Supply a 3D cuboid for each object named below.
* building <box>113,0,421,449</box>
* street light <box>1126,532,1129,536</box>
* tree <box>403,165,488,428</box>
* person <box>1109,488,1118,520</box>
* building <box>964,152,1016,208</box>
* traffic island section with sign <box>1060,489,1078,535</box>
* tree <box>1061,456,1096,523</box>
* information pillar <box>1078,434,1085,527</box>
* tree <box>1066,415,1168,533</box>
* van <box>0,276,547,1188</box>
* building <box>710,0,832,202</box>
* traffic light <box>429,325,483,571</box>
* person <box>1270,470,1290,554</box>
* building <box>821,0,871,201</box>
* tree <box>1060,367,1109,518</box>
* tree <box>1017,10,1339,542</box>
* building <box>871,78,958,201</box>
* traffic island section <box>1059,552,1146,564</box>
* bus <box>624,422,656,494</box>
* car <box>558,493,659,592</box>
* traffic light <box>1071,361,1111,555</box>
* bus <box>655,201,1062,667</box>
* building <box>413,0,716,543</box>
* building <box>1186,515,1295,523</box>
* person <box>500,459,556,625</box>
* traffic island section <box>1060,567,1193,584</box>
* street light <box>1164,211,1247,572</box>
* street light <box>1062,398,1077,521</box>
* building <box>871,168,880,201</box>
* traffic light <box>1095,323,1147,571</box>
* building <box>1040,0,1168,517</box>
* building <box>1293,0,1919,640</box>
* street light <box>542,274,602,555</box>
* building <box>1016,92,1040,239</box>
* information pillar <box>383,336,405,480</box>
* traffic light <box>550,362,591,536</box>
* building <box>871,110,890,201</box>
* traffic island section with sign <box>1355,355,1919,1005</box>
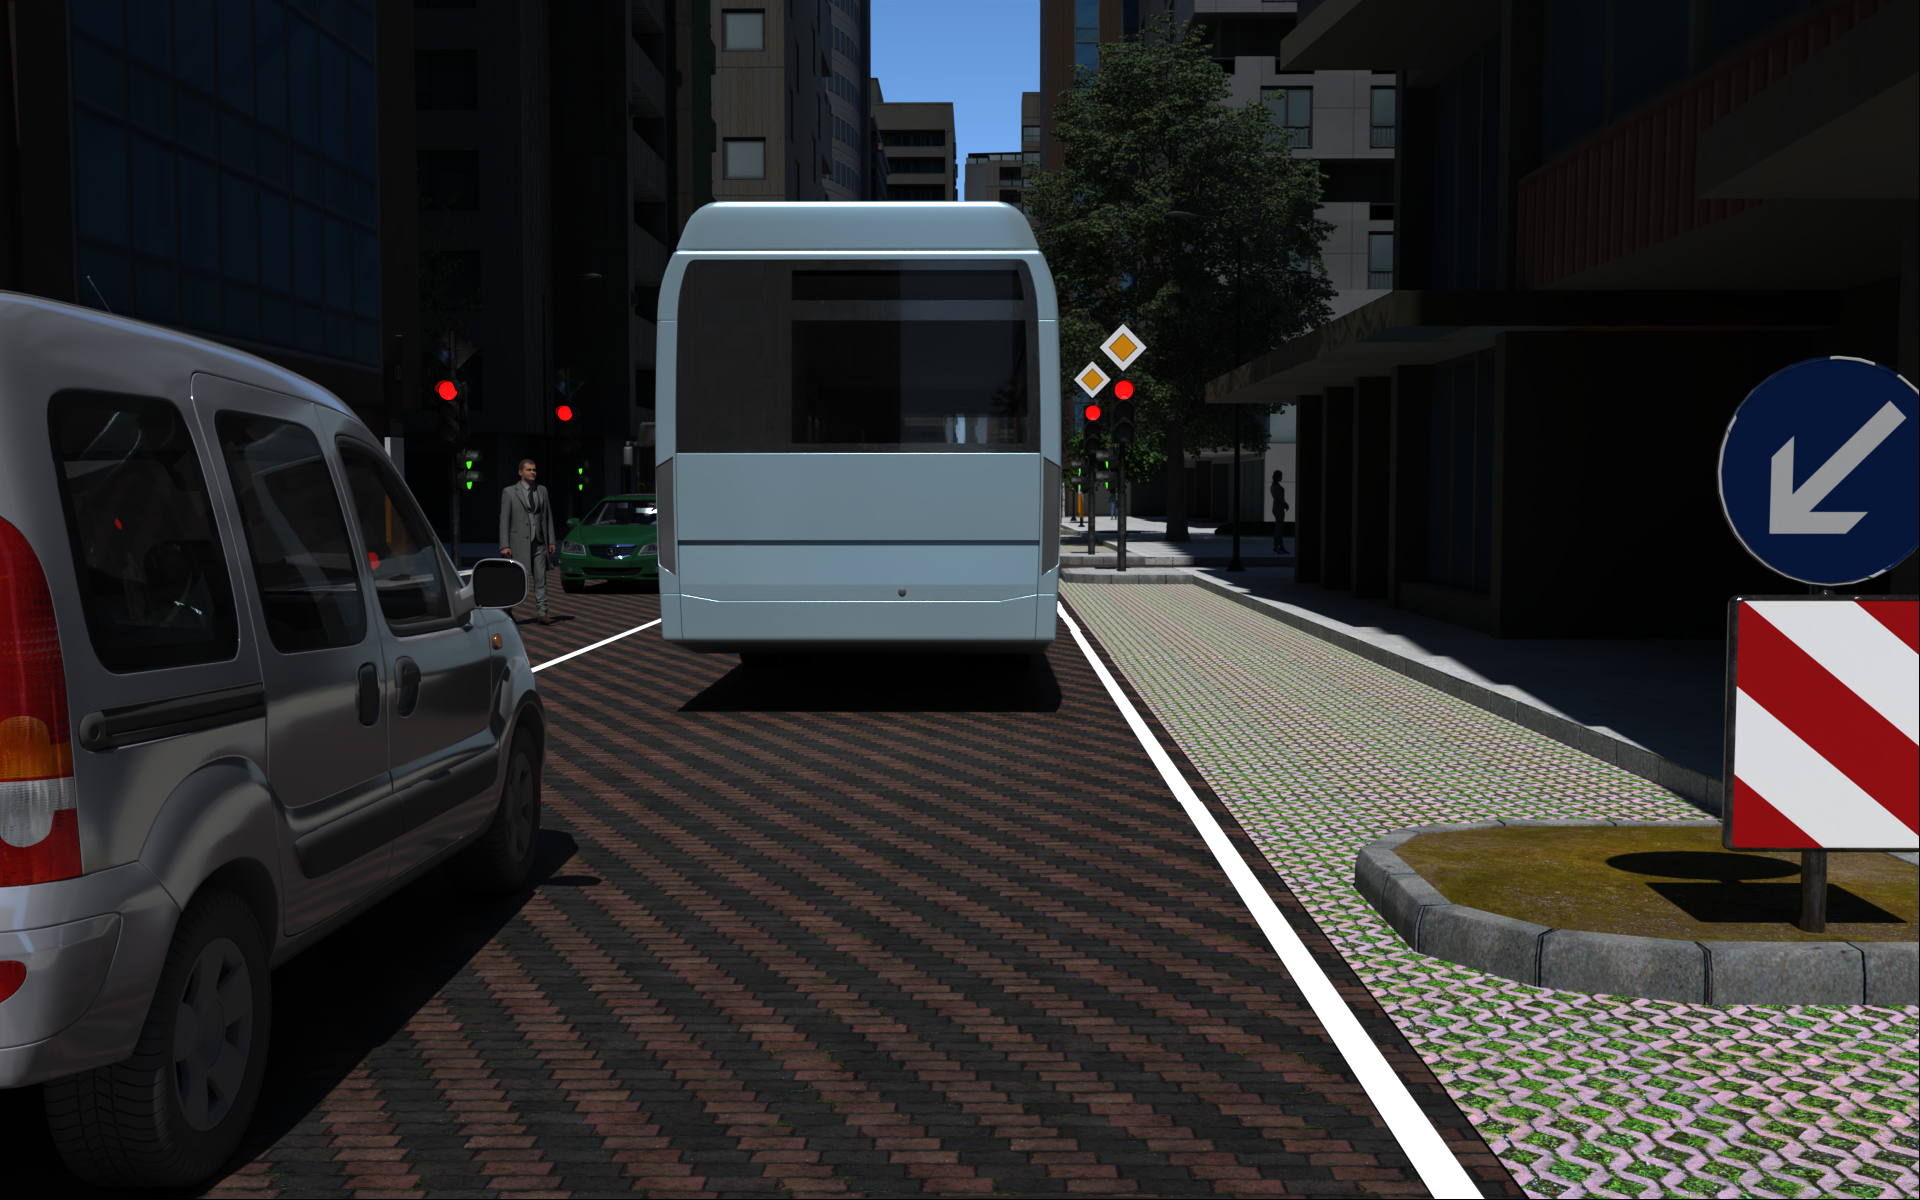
[{"bbox_3d":[-16.199,-22.682,20.960,14.200,45.320,14.600,0,4,1],"label":"building"},{"bbox_3d":[4.465,-4.927,53.098,1.470,5.913,1.316,0,4,1],"label":"street light"},{"bbox_3d":[-12.944,-5.455,39.545,4.737,8.622,4.395,0,3,0],"label":"tree"},{"bbox_3d":[7.695,-4.852,85.719,0.623,1.781,0.721,0,4,-6],"label":"person"},{"bbox_3d":[7.500,-31.647,201.027,14.086,41.232,14.154,0,4,1],"label":"building"},{"bbox_3d":[3.141,-3.225,61.348,1.989,1.847,2.006,0,4,1],"label":"traffic island section with sign"},{"bbox_3d":[5.416,-5.069,77.477,1.663,3.219,1.824,0,3,0],"label":"tree"},{"bbox_3d":[4.718,-4.653,67.439,0.183,3.616,0.504,1,4,19],"label":"information pillar"},{"bbox_3d":[5.254,-4.503,57.339,4.285,4.588,4.351,0,3,0],"label":"tree"},{"bbox_3d":[-2.379,0.127,4.942,2.013,2.044,4.112,0,4,-1],"label":"van"},{"bbox_3d":[-20.730,-30.421,86.615,28.713,52.752,27.495,0,4,1],"label":"building"},{"bbox_3d":[-8.393,-2.438,28.782,0.839,4.253,0.868,0,4,1],"label":"traffic light"},{"bbox_3d":[6.887,-1.875,36.972,0.573,1.790,0.520,-1,4,-17],"label":"person"},{"bbox_3d":[-17.823,-35.668,125.178,21.231,58.520,28.212,0,4,1],"label":"building"},{"bbox_3d":[5.799,-8.723,92.981,4.360,8.622,3.978,0,3,0],"label":"tree"},{"bbox_3d":[5.911,-8.550,46.453,9.857,13.997,8.962,0,3,0],"label":"tree"},{"bbox_3d":[-11.154,-35.592,205.626,21.600,48.544,21.300,0,4,1],"label":"building"},{"bbox_3d":[2.811,-0.885,36.752,2.009,0.180,2.903,0,4,1],"label":"traffic island section"},{"bbox_3d":[-5.733,-2.919,42.588,2.948,3.499,13.247,0,4,-1],"label":"bus"},{"bbox_3d":[-4.893,-0.924,26.906,2.131,1.459,4.920,0,4,1],"label":"car"},{"bbox_3d":[2.771,-2.919,36.639,0.839,4.253,0.868,0,4,1],"label":"traffic light"},{"bbox_3d":[-0.579,-1.386,17.527,2.948,3.499,13.247,0,4,1],"label":"bus"},{"bbox_3d":[-15.167,-17.046,50.409,14.160,30.474,14.107,0,4,1],"label":"building"},{"bbox_3d":[22.307,-29.702,74.869,28.713,52.752,27.495,0,4,1],"label":"building"},{"bbox_3d":[-4.740,-0.634,18.962,0.694,1.812,0.767,-3,5,-42],"label":"person"},{"bbox_3d":[2.707,-0.397,28.768,2.009,0.180,2.903,0,4,1],"label":"traffic island section"},{"bbox_3d":[4.048,-3.430,28.623,1.470,5.913,1.316,0,4,1],"label":"street light"},{"bbox_3d":[4.886,-6.726,82.512,1.470,5.913,1.316,0,4,1],"label":"street light"},{"bbox_3d":[-14.194,-22.961,147.109,14.160,30.474,14.107,0,4,1],"label":"building"},{"bbox_3d":[2.667,-2.430,28.654,0.839,4.253,0.868,0,4,1],"label":"traffic light"},{"bbox_3d":[11.925,-27.762,104.026,14.600,45.320,14.200,0,4,1],"label":"building"},{"bbox_3d":[14.348,-21.818,11.344,22.147,44.769,28.867,0,4,1],"label":"building"},{"bbox_3d":[-8.239,-3.921,36.656,1.470,5.913,1.316,0,4,1],"label":"street light"},{"bbox_3d":[13.297,-30.333,179.541,14.154,41.232,14.086,0,4,1],"label":"building"},{"bbox_3d":[-8.312,-2.087,25.485,0.183,3.616,0.504,0,4,6],"label":"information pillar"},{"bbox_3d":[-8.289,-2.926,36.766,0.839,4.253,0.868,0,4,1],"label":"traffic light"},{"bbox_3d":[-19.127,-29.381,172.266,23.993,40.220,32.217,0,4,1],"label":"building"},{"bbox_3d":[2.413,0.175,5.763,1.989,1.847,2.006,0,4,1],"label":"traffic island section with sign"}]
